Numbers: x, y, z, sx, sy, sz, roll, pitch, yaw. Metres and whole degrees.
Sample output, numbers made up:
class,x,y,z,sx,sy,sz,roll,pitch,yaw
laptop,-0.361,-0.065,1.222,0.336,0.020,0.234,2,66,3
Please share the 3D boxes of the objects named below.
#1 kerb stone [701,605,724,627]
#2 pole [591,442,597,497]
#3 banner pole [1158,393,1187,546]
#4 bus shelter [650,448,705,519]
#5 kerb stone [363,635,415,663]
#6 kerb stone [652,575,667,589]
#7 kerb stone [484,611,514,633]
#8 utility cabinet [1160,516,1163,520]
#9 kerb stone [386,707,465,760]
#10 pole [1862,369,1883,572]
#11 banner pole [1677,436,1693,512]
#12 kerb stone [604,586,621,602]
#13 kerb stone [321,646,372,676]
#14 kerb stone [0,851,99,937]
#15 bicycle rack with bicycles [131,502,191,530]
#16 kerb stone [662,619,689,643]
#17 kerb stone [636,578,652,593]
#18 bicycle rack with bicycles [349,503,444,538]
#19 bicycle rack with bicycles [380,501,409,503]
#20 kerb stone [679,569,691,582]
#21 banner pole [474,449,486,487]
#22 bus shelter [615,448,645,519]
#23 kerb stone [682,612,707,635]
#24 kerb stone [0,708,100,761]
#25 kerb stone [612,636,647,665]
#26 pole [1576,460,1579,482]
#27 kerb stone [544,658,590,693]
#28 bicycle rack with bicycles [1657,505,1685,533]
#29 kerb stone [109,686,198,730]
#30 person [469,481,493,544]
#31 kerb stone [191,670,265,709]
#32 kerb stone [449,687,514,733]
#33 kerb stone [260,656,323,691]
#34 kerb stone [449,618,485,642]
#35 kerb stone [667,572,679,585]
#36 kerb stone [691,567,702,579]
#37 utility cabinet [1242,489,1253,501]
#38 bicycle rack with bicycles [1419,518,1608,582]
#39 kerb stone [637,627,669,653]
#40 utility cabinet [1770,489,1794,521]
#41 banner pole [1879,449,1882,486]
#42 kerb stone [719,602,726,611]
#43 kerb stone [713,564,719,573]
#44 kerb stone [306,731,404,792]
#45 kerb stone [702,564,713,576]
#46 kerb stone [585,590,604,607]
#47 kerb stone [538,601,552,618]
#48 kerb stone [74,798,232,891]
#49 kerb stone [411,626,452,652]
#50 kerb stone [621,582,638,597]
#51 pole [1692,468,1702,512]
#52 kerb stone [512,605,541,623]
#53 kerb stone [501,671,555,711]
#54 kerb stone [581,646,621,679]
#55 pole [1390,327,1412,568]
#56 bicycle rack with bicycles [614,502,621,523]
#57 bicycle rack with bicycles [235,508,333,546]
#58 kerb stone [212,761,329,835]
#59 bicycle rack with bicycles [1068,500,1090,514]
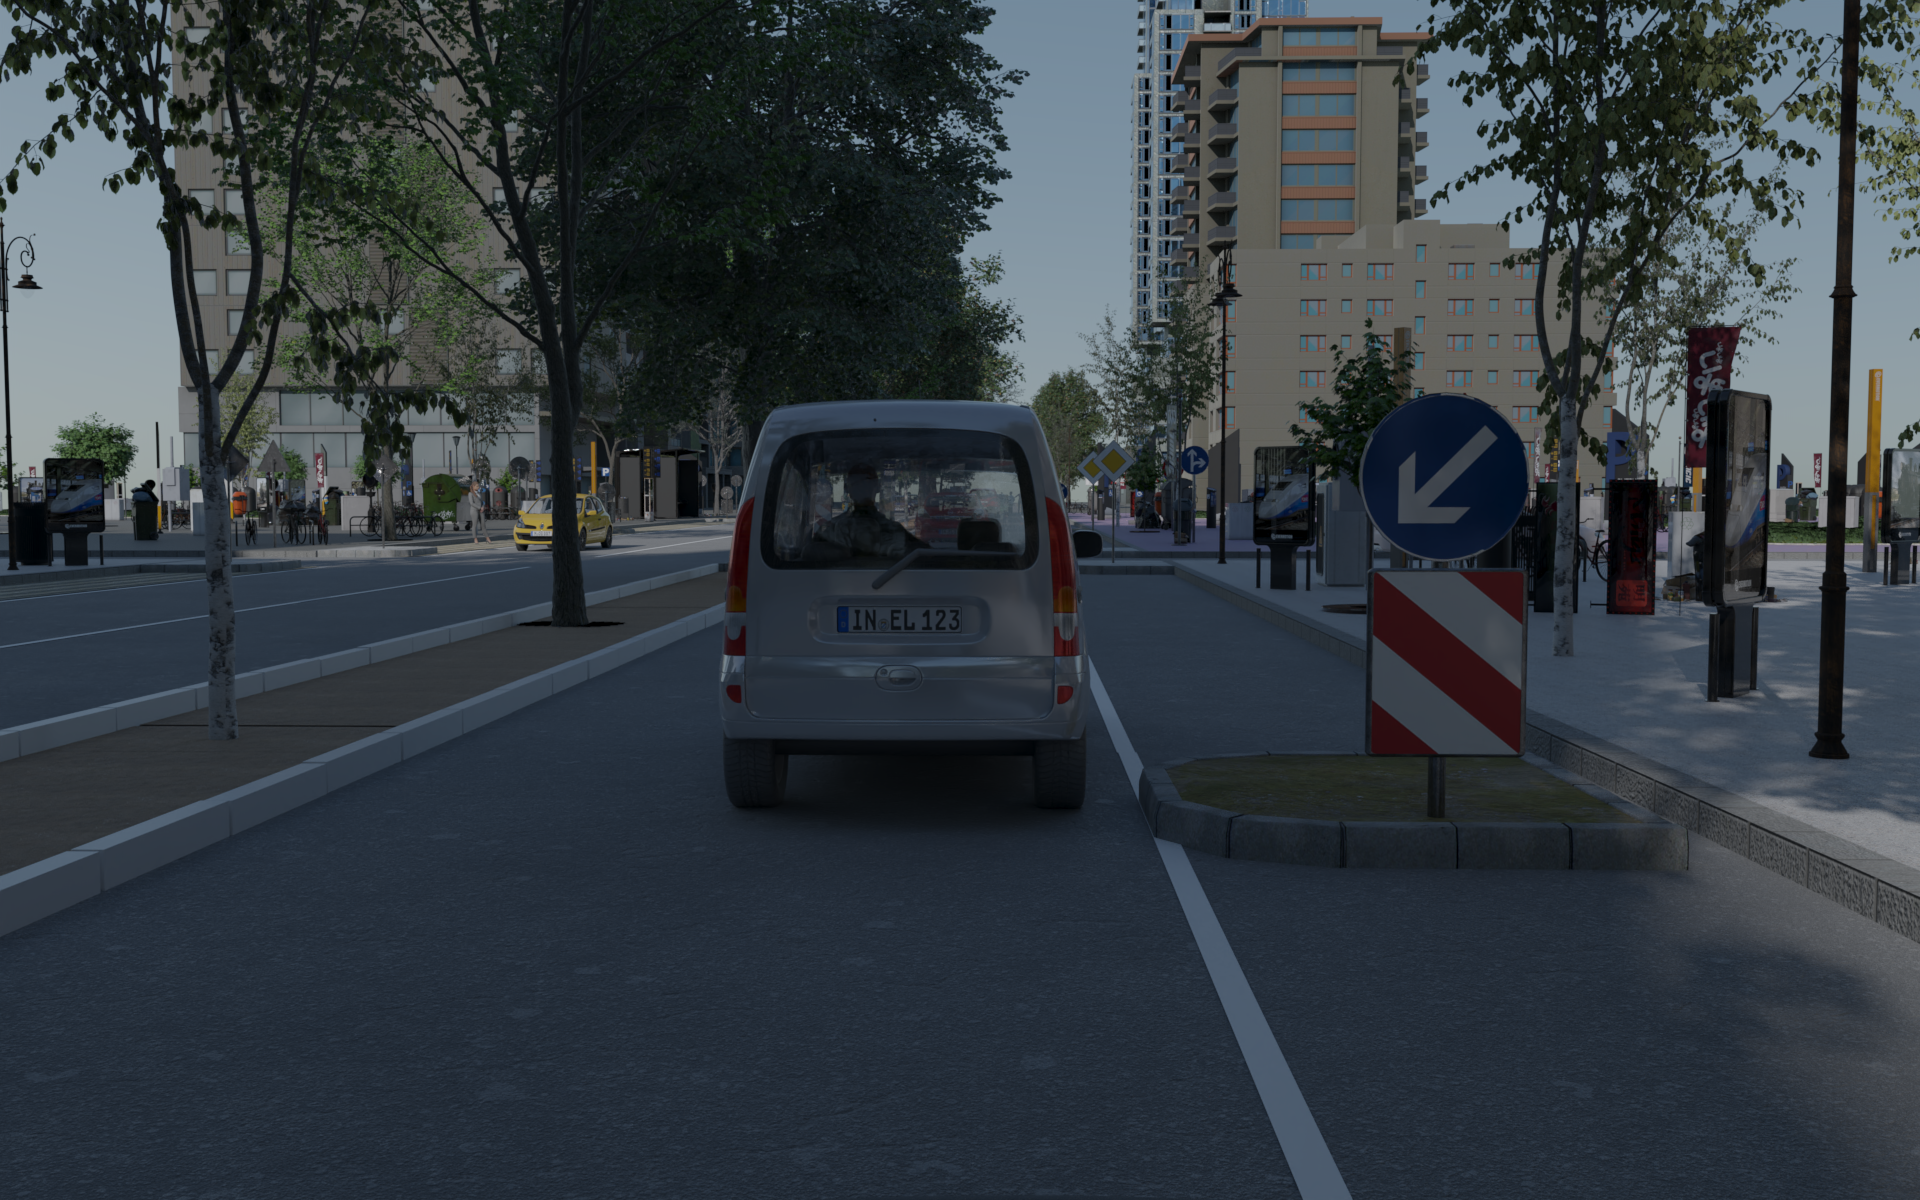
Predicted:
class,x,y,z,sx,sy,sz,roll,pitch,yaw
kerb stone,-2.764,0.193,19.038,0.120,0.150,1.000,0,4,2
pole,-14.312,-4.522,67.779,0.158,3.312,0.155,0,3,0
banner pole,5.318,-3.232,42.861,0.401,3.779,0.863,3,4,39
bus shelter,-14.839,-6.121,91.361,1.731,3.624,6.357,0,4,2
kerb stone,-4.982,0.439,15.024,0.120,0.150,1.000,0,4,2
kerb stone,-4.653,-0.252,26.311,0.120,0.150,1.000,0,4,2
kerb stone,-4.894,0.252,18.107,0.120,0.150,1.000,0,4,2
utility cabinet,9.562,-4.357,82.393,0.306,1.237,1.020,0,4,-2
kerb stone,-3.040,0.757,9.820,0.120,0.150,1.000,0,4,2
pole,14.918,-2.108,28.309,0.158,3.312,0.155,0,3,0
banner pole,31.399,-5.201,75.050,0.863,3.779,0.401,3,4,36
kerb stone,-4.750,-0.058,23.234,0.120,0.150,1.000,0,4,2
kerb stone,-5.020,0.510,13.998,0.120,0.150,1.000,0,4,2
kerb stone,-3.162,1.008,5.720,0.120,0.150,1.000,0,4,2
bicycle rack with bicycles,-28.247,-3.012,62.622,2.925,0.926,2.852,-3,5,-42
kerb stone,-2.834,0.324,16.987,0.120,0.150,1.000,0,4,2
kerb stone,-4.693,-0.189,25.289,0.120,0.150,1.000,0,4,2
bicycle rack with bicycles,-16.875,-2.372,52.156,2.852,0.926,2.925,3,5,42
bicycle rack with bicycles,-21.509,-3.295,67.253,2.852,0.926,2.925,-1,4,-13
kerb stone,-4.592,-0.377,28.358,0.120,0.150,1.000,0,4,2
banner pole,-26.513,-6.459,95.623,0.863,3.779,0.401,1,4,18
bus shelter,-16.651,-6.112,91.214,1.731,3.624,6.357,0,4,2
kerb stone,-2.802,0.256,18.016,0.120,0.150,1.000,0,4,2
kerb stone,-5.139,0.752,9.895,0.120,0.150,1.000,0,4,2
kerb stone,-2.888,0.446,14.935,0.120,0.150,1.000,0,4,2
pole,37.236,-6.774,104.604,0.158,3.312,0.155,0,3,0
kerb stone,-2.955,0.570,12.886,0.120,0.150,1.000,0,4,2
bicycle rack with bicycles,23.391,-2.764,58.577,2.925,0.926,2.852,0,4,-8
kerb stone,-5.115,0.690,10.917,0.120,0.150,1.000,0,4,2
person,-13.618,-2.472,49.192,0.573,1.790,0.520,1,4,10
kerb stone,-5.082,0.627,11.939,0.120,0.150,1.000,0,4,2
kerb stone,-3.011,0.695,10.842,0.120,0.150,1.000,0,4,2
kerb stone,-5.051,0.564,12.975,0.120,0.150,1.000,0,4,2
kerb stone,-4.922,0.313,17.080,0.120,0.150,1.000,0,4,2
kerb stone,-4.625,-0.314,27.336,0.120,0.150,1.000,0,4,2
kerb stone,-4.561,-0.437,29.380,0.120,0.150,1.000,0,4,2
utility cabinet,12.625,-4.087,75.505,0.318,1.500,1.173,2,4,31
bicycle rack with bicycles,8.228,-0.784,26.193,2.852,0.926,2.925,0,4,-8
kerb stone,-2.859,0.382,15.957,0.120,0.150,1.000,0,4,2
utility cabinet,34.817,-3.956,73.357,1.173,1.500,0.318,-2,4,-30
banner pole,50.940,-6.480,95.961,0.401,3.779,0.863,1,4,19
kerb stone,-2.744,0.130,20.063,0.120,0.150,1.000,0,4,2
kerb stone,-4.498,-0.564,31.424,0.120,0.150,1.000,0,4,2
kerb stone,-3.075,0.819,8.798,0.120,0.150,1.000,0,4,2
kerb stone,-4.528,-0.501,30.401,0.120,0.150,1.000,0,4,2
kerb stone,-4.776,-0.001,22.211,0.120,0.150,1.000,0,4,2
kerb stone,-4.841,0.125,20.158,0.120,0.150,1.000,0,4,2
kerb stone,-3.133,0.945,6.750,0.120,0.150,1.000,0,4,2
kerb stone,-4.957,0.377,16.052,0.120,0.150,1.000,0,4,2
kerb stone,-4.715,-0.122,24.260,0.120,0.150,1.000,0,4,2
pole,17.990,-2.960,42.245,0.158,3.312,0.155,0,3,0
kerb stone,-4.857,0.188,19.129,0.120,0.150,1.000,0,4,2
kerb stone,-2.987,0.632,11.864,0.120,0.150,1.000,0,4,2
kerb stone,-2.914,0.509,13.913,0.120,0.150,1.000,0,4,2
pole,5.422,-1.680,21.308,0.158,3.312,0.155,0,3,0
bicycle rack with bicycles,-16.382,-3.923,77.528,2.852,0.926,2.925,0,4,-1
bicycle rack with bicycles,-17.252,-1.868,43.918,2.852,0.926,2.925,-1,4,-22
kerb stone,-3.099,0.886,7.772,0.120,0.150,1.000,0,4,2
bicycle rack with bicycles,8.290,-6.027,111.925,2.852,0.926,2.925,3,4,38
